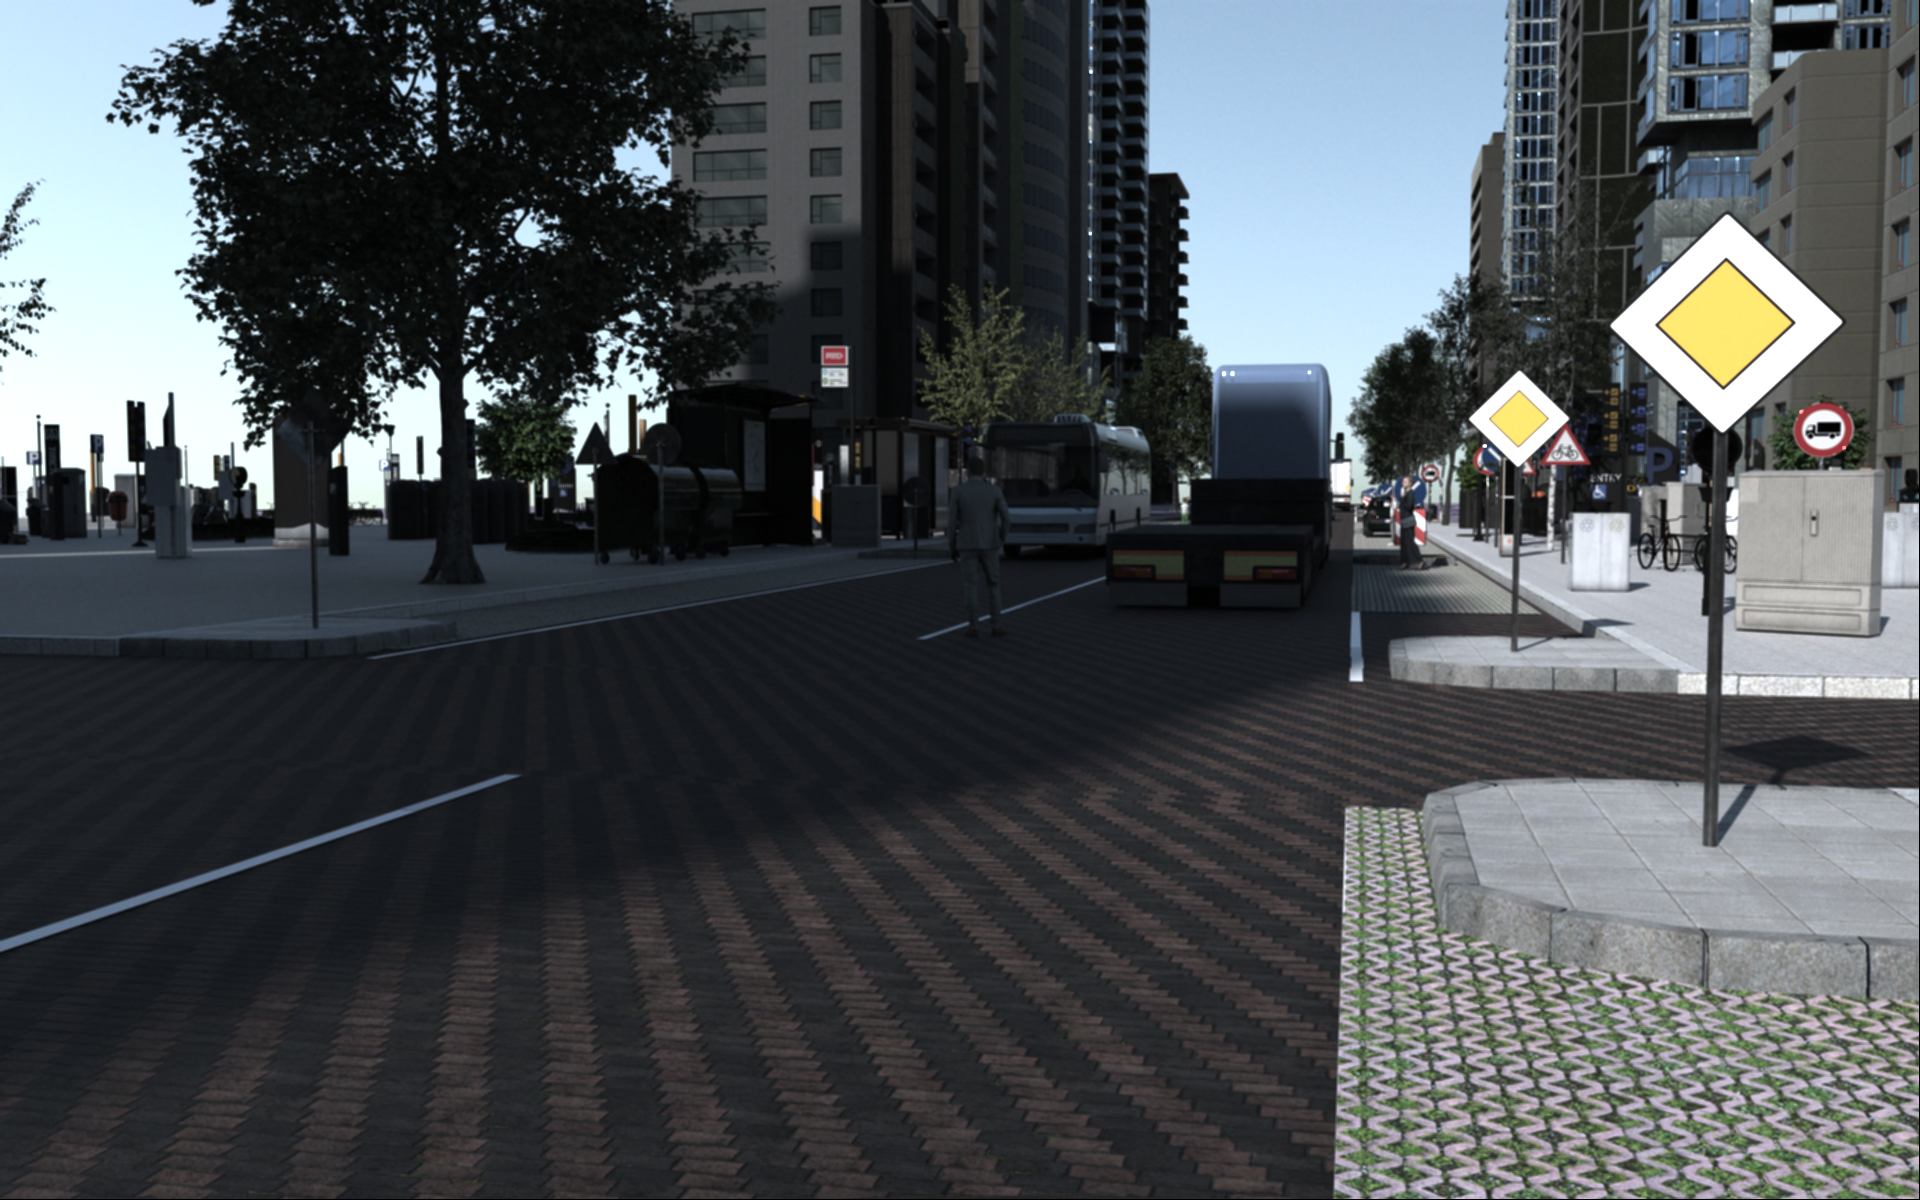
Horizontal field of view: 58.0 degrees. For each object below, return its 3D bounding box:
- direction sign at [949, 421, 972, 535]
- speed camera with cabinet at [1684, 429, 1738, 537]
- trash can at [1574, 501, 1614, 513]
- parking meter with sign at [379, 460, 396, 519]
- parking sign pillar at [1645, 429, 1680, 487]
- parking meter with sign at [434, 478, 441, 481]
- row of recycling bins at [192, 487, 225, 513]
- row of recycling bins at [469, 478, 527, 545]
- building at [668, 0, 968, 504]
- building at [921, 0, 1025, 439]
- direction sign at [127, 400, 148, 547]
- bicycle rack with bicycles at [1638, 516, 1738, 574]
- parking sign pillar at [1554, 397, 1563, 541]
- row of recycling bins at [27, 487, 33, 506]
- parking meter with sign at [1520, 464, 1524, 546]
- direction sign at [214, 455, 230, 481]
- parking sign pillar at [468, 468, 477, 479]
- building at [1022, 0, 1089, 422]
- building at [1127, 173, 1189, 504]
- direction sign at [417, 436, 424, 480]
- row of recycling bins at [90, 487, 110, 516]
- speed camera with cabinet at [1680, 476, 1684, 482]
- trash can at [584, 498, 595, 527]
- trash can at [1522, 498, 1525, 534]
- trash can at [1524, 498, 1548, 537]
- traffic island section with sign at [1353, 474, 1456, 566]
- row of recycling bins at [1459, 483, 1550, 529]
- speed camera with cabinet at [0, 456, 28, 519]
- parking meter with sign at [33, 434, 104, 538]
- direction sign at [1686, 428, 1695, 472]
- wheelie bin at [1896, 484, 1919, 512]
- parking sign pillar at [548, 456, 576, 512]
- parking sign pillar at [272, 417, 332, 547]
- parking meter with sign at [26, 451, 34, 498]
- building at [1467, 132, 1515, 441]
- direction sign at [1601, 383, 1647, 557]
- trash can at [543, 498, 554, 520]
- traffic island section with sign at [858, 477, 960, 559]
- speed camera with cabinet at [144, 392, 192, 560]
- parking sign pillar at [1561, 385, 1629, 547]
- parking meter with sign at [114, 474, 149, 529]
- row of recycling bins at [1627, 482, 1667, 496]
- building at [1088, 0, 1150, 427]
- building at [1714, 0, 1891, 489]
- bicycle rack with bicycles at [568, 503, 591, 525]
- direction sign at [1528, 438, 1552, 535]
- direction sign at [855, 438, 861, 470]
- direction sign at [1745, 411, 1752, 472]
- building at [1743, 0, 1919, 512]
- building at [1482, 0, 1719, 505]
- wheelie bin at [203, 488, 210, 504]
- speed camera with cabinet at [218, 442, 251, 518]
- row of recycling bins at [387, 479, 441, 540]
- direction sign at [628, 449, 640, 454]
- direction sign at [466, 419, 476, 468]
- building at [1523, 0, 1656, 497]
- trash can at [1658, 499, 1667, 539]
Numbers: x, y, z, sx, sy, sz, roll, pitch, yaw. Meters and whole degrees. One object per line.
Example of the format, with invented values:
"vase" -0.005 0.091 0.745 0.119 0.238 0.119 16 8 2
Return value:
"direction sign" 0.012 -3.793 54.016 0.876 3.537 0.379 -3 4 -36
"speed camera with cabinet" 23.238 -3.567 52.651 2.038 3.252 0.660 2 4 32
"trash can" 12.622 -1.398 34.507 0.748 1.137 0.748 0 3 0
"parking meter with sign" -29.238 -5.693 89.349 0.543 3.016 1.738 1 4 10
"parking sign pillar" 29.027 -5.084 71.596 1.447 3.967 1.447 3 5 42
"parking meter with sign" -24.730 -5.287 82.708 1.738 3.016 0.543 2 4 29
"row of recycling bins" -42.066 -5.352 94.625 3.534 1.692 1.069 -1 4 -15
"row of recycling bins" -12.315 -2.357 45.642 1.069 1.692 3.534 0 4 7
"building" -7.885 -20.180 101.644 14.160 30.474 14.107 1 4 13
"building" -3.886 -26.413 115.444 14.154 41.232 14.086 1 4 13
"direction sign" -20.061 -3.074 42.262 0.379 3.537 0.876 0 4 0
"bicycle rack with bicycles" 12.668 -0.913 28.305 2.852 0.926 2.925 0 4 4
"parking sign pillar" 17.076 -3.633 47.874 1.447 3.967 1.447 2 4 30
"row of recycling bins" -42.617 -4.520 81.008 1.069 1.692 3.534 0 4 -6
"parking meter with sign" 13.779 -2.867 43.144 0.543 3.016 1.738 1 4 19
"direction sign" -43.028 -6.670 101.043 0.876 3.537 0.379 -1 4 -20
"parking sign pillar" -25.074 -6.052 87.419 1.447 3.967 1.447 0 4 -7
"building" -2.353 -36.370 136.656 21.231 58.520 28.212 1 4 13
"building" 18.839 -35.342 232.459 22.147 44.769 28.867 1 4 13
"direction sign" -21.108 -4.635 67.774 0.379 3.537 0.876 -2 4 -31
"row of recycling bins" -50.981 -5.844 102.656 1.069 1.692 3.534 -1 4 -22
"speed camera with cabinet" 29.483 -4.565 68.969 0.660 3.252 2.038 -2 4 -25
"trash can" -14.205 -3.395 67.158 0.748 1.137 0.748 0 3 0
"trash can" 18.222 -2.707 55.907 0.748 1.137 0.748 0 3 0
"trash can" 17.543 -2.482 52.233 0.748 1.137 0.748 0 3 0
"traffic island section with sign" 9.114 -1.649 35.596 1.989 1.847 2.006 1 4 13
"row of recycling bins" 20.360 -3.497 64.288 3.534 1.692 1.069 1 4 17
"speed camera with cabinet" -49.117 -5.874 90.381 2.038 3.252 0.660 0 4 -5
"parking meter with sign" -26.039 -3.332 50.733 1.738 3.016 0.543 0 4 4
"direction sign" 25.137 -4.138 59.660 0.379 3.537 0.876 0 4 7
"wheelie bin" 27.821 -2.613 50.629 0.693 1.594 0.980 0 4 3
"parking sign pillar" -19.485 -5.889 84.764 1.447 3.967 1.447 -2 4 -27
"parking sign pillar" -16.005 -3.285 42.179 1.447 3.967 1.447 -1 4 -10
"parking meter with sign" -37.178 -4.505 69.915 0.543 3.016 1.738 -3 4 -38
"building" 78.259 -36.862 226.401 21.300 48.544 21.600 1 4 13
"direction sign" 13.498 -2.646 35.259 0.876 3.537 0.379 0 4 4
"trash can" -15.571 -3.259 64.934 0.748 1.137 0.748 0 3 0
"traffic island section with sign" -1.073 -1.851 38.886 1.989 1.847 2.006 1 4 13
"speed camera with cabinet" -15.691 -2.445 34.310 0.660 3.252 2.038 -1 4 -17
"parking sign pillar" 15.415 -3.260 41.771 1.447 3.967 1.447 1 4 22
"parking meter with sign" -31.126 -4.181 64.615 1.738 3.016 0.543 -1 4 -15
"row of recycling bins" 23.360 -3.057 57.095 3.534 1.692 1.069 2 4 26
"building" 11.386 -54.389 201.936 22.319 86.520 31.000 1 4 13
"building" 51.496 -48.632 107.809 22.319 86.520 31.000 1 4 13
"bicycle rack with bicycles" -15.142 -3.559 71.572 2.852 0.926 2.925 1 4 22
"direction sign" 18.030 -3.804 54.188 0.876 3.537 0.379 1 4 13
"direction sign" -3.137 -3.933 56.309 0.876 3.537 0.379 2 4 26
"direction sign" 17.419 -2.833 38.321 0.379 3.537 0.876 1 4 18
"building" 45.184 -13.125 59.635 27.650 21.520 28.899 1 4 13
"building" 71.789 -54.248 199.621 22.319 86.520 31.000 1 4 13
"wheelie bin" -42.552 -5.494 97.738 0.693 1.594 0.980 1 4 12
"speed camera with cabinet" -27.881 -4.417 66.551 0.660 3.252 2.038 0 4 -5
"row of recycling bins" -15.634 -2.632 50.138 1.069 1.692 3.534 0 4 5
"direction sign" -16.209 -5.795 86.752 0.876 3.537 0.379 -3 4 -38
"direction sign" -15.055 -3.687 52.274 0.876 3.537 0.379 0 4 -5
"building" 55.944 -42.575 134.345 20.563 71.187 20.611 1 4 13
"trash can" 19.368 -2.167 47.081 0.748 1.137 0.748 0 3 0
